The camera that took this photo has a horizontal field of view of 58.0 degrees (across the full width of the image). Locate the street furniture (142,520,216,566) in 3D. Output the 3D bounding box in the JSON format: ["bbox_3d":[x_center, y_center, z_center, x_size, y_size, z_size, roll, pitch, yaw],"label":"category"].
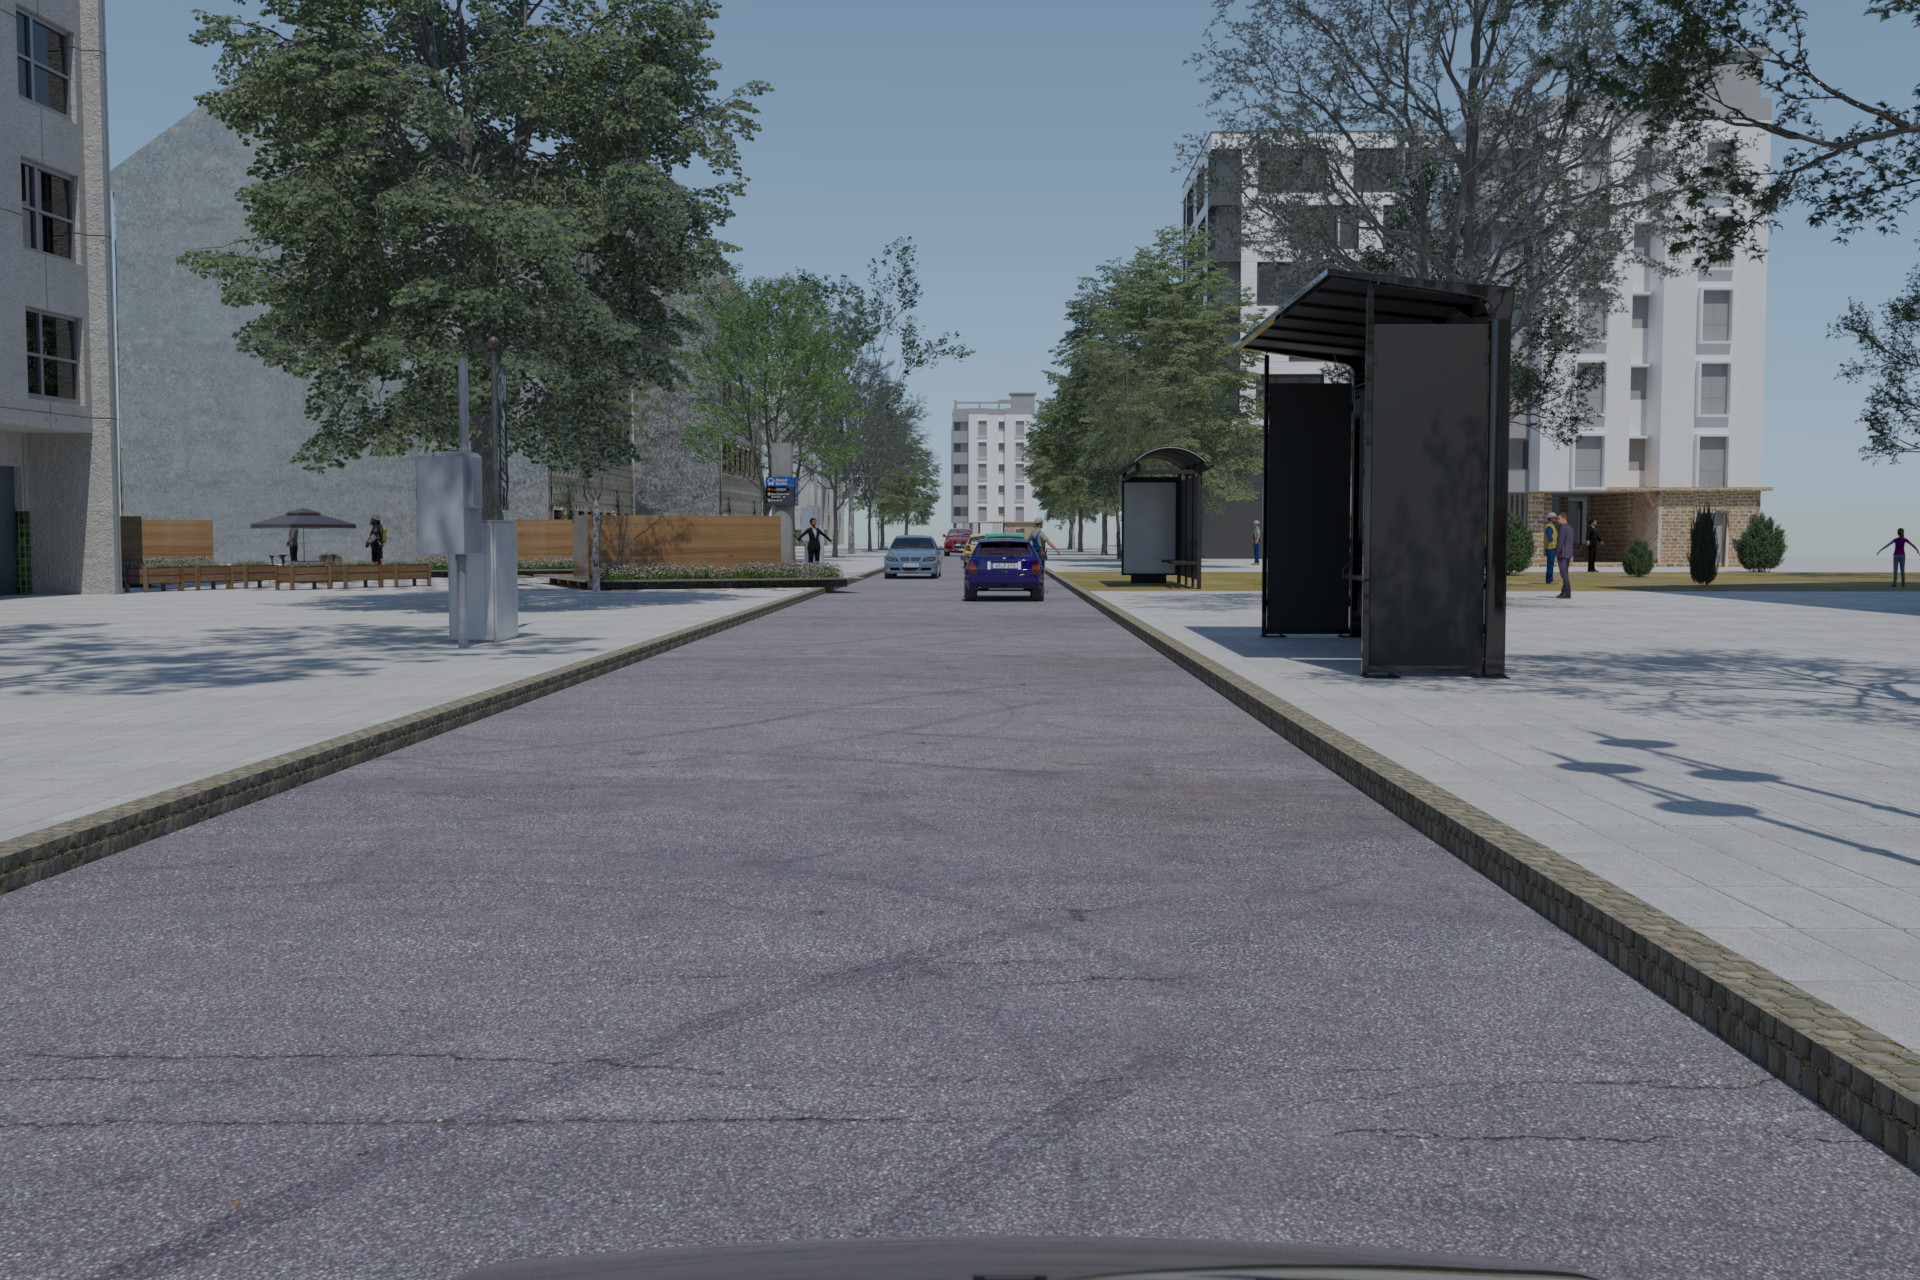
[{"bbox_3d":[-27.800,-2.896,54.203,9.812,1.723,11.010,-2,4,-26],"label":"street furniture"}]

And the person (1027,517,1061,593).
[{"bbox_3d":[1.948,-2.086,42.417,0.705,1.847,1.347,-3,4,-38],"label":"person"}]

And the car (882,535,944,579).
[{"bbox_3d":[-1.522,-2.753,57.009,2.014,1.417,4.499,0,4,1],"label":"car"}]

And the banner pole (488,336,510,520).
[{"bbox_3d":[-5.910,-1.973,22.282,0.401,3.779,0.863,0,4,0],"label":"banner pole"}]

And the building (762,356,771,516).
[{"bbox_3d":[-24.126,-18.627,160.965,16.016,20.090,11.380,0,4,1],"label":"building"}]

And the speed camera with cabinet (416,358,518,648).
[{"bbox_3d":[-5.758,-1.586,20.272,0.660,3.252,2.038,0,4,2],"label":"speed camera with cabinet"}]

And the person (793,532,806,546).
[{"bbox_3d":[-5.380,-2.859,53.022,1.348,1.796,0.705,-2,4,-23],"label":"person"}]

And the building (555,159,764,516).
[{"bbox_3d":[-23.064,-17.092,110.379,19.493,23.208,18.063,0,4,1],"label":"building"}]

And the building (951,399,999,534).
[{"bbox_3d":[-0.899,-23.026,235.358,11.380,20.090,16.016,0,4,2],"label":"building"}]

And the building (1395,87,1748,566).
[{"bbox_3d":[25.312,-13.659,79.738,16.016,20.090,11.380,0,4,1],"label":"building"}]

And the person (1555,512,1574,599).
[{"bbox_3d":[12.048,-1.687,34.548,0.541,1.710,0.530,-3,4,-38],"label":"person"}]

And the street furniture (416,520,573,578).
[{"bbox_3d":[-14.699,-2.879,53.923,9.812,1.723,11.010,-1,4,-19],"label":"street furniture"}]

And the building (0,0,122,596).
[{"bbox_3d":[-26.763,-9.449,20.957,16.747,18.905,31.486,0,4,2],"label":"building"}]

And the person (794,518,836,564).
[{"bbox_3d":[-4.072,-2.560,48.573,1.216,1.740,0.721,-2,4,-24],"label":"person"}]

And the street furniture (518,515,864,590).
[{"bbox_3d":[-5.996,-2.199,42.811,11.010,1.723,9.812,-2,4,-23],"label":"street furniture"}]

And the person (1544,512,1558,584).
[{"bbox_3d":[15.132,-2.341,44.242,0.705,1.833,1.349,1,4,21],"label":"person"}]

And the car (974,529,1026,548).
[{"bbox_3d":[1.434,-2.891,56.061,1.959,1.807,4.718,0,4,0],"label":"car"}]

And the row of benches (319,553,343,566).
[{"bbox_3d":[-20.533,-2.510,56.496,1.422,0.672,4.104,-1,4,-21],"label":"row of benches"}]

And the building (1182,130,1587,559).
[{"bbox_3d":[27.039,-15.916,104.194,27.936,21.610,32.646,0,4,1],"label":"building"}]

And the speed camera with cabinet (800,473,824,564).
[{"bbox_3d":[-4.844,-3.825,56.868,0.660,3.252,2.038,0,4,1],"label":"speed camera with cabinet"}]

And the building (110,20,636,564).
[{"bbox_3d":[-26.703,-15.405,82.805,19.493,23.208,18.063,0,4,1],"label":"building"}]

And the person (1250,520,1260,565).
[{"bbox_3d":[12.243,-4.027,71.691,0.705,1.847,1.347,0,4,0],"label":"person"}]

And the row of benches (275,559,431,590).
[{"bbox_3d":[-14.414,-1.568,41.096,1.422,0.672,4.104,2,4,34],"label":"row of benches"}]

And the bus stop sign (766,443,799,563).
[{"bbox_3d":[-5.141,-3.737,50.118,0.837,3.901,0.837,0,4,2],"label":"bus stop sign"}]

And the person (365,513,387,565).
[{"bbox_3d":[-16.342,-2.607,48.402,0.705,1.856,1.354,0,4,-6],"label":"person"}]

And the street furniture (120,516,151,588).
[{"bbox_3d":[-24.350,-2.145,41.931,9.812,1.723,11.010,-2,4,-31],"label":"street furniture"}]

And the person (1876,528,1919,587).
[{"bbox_3d":[22.640,-1.989,41.783,0.991,1.433,0.599,0,4,7],"label":"person"}]

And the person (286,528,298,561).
[{"bbox_3d":[-20.676,-2.906,53.648,0.705,1.813,1.348,-1,4,-15],"label":"person"}]

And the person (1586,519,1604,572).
[{"bbox_3d":[21.431,-3.207,58.622,0.705,1.806,1.347,3,5,41],"label":"person"}]

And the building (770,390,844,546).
[{"bbox_3d":[-22.776,-20.209,196.876,16.747,18.905,31.486,0,4,1],"label":"building"}]

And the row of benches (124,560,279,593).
[{"bbox_3d":[-17.326,-1.496,39.920,1.422,0.672,4.104,1,4,23],"label":"row of benches"}]

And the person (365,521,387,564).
[{"bbox_3d":[-22.244,-3.671,66.162,1.346,1.812,0.704,3,4,38],"label":"person"}]
